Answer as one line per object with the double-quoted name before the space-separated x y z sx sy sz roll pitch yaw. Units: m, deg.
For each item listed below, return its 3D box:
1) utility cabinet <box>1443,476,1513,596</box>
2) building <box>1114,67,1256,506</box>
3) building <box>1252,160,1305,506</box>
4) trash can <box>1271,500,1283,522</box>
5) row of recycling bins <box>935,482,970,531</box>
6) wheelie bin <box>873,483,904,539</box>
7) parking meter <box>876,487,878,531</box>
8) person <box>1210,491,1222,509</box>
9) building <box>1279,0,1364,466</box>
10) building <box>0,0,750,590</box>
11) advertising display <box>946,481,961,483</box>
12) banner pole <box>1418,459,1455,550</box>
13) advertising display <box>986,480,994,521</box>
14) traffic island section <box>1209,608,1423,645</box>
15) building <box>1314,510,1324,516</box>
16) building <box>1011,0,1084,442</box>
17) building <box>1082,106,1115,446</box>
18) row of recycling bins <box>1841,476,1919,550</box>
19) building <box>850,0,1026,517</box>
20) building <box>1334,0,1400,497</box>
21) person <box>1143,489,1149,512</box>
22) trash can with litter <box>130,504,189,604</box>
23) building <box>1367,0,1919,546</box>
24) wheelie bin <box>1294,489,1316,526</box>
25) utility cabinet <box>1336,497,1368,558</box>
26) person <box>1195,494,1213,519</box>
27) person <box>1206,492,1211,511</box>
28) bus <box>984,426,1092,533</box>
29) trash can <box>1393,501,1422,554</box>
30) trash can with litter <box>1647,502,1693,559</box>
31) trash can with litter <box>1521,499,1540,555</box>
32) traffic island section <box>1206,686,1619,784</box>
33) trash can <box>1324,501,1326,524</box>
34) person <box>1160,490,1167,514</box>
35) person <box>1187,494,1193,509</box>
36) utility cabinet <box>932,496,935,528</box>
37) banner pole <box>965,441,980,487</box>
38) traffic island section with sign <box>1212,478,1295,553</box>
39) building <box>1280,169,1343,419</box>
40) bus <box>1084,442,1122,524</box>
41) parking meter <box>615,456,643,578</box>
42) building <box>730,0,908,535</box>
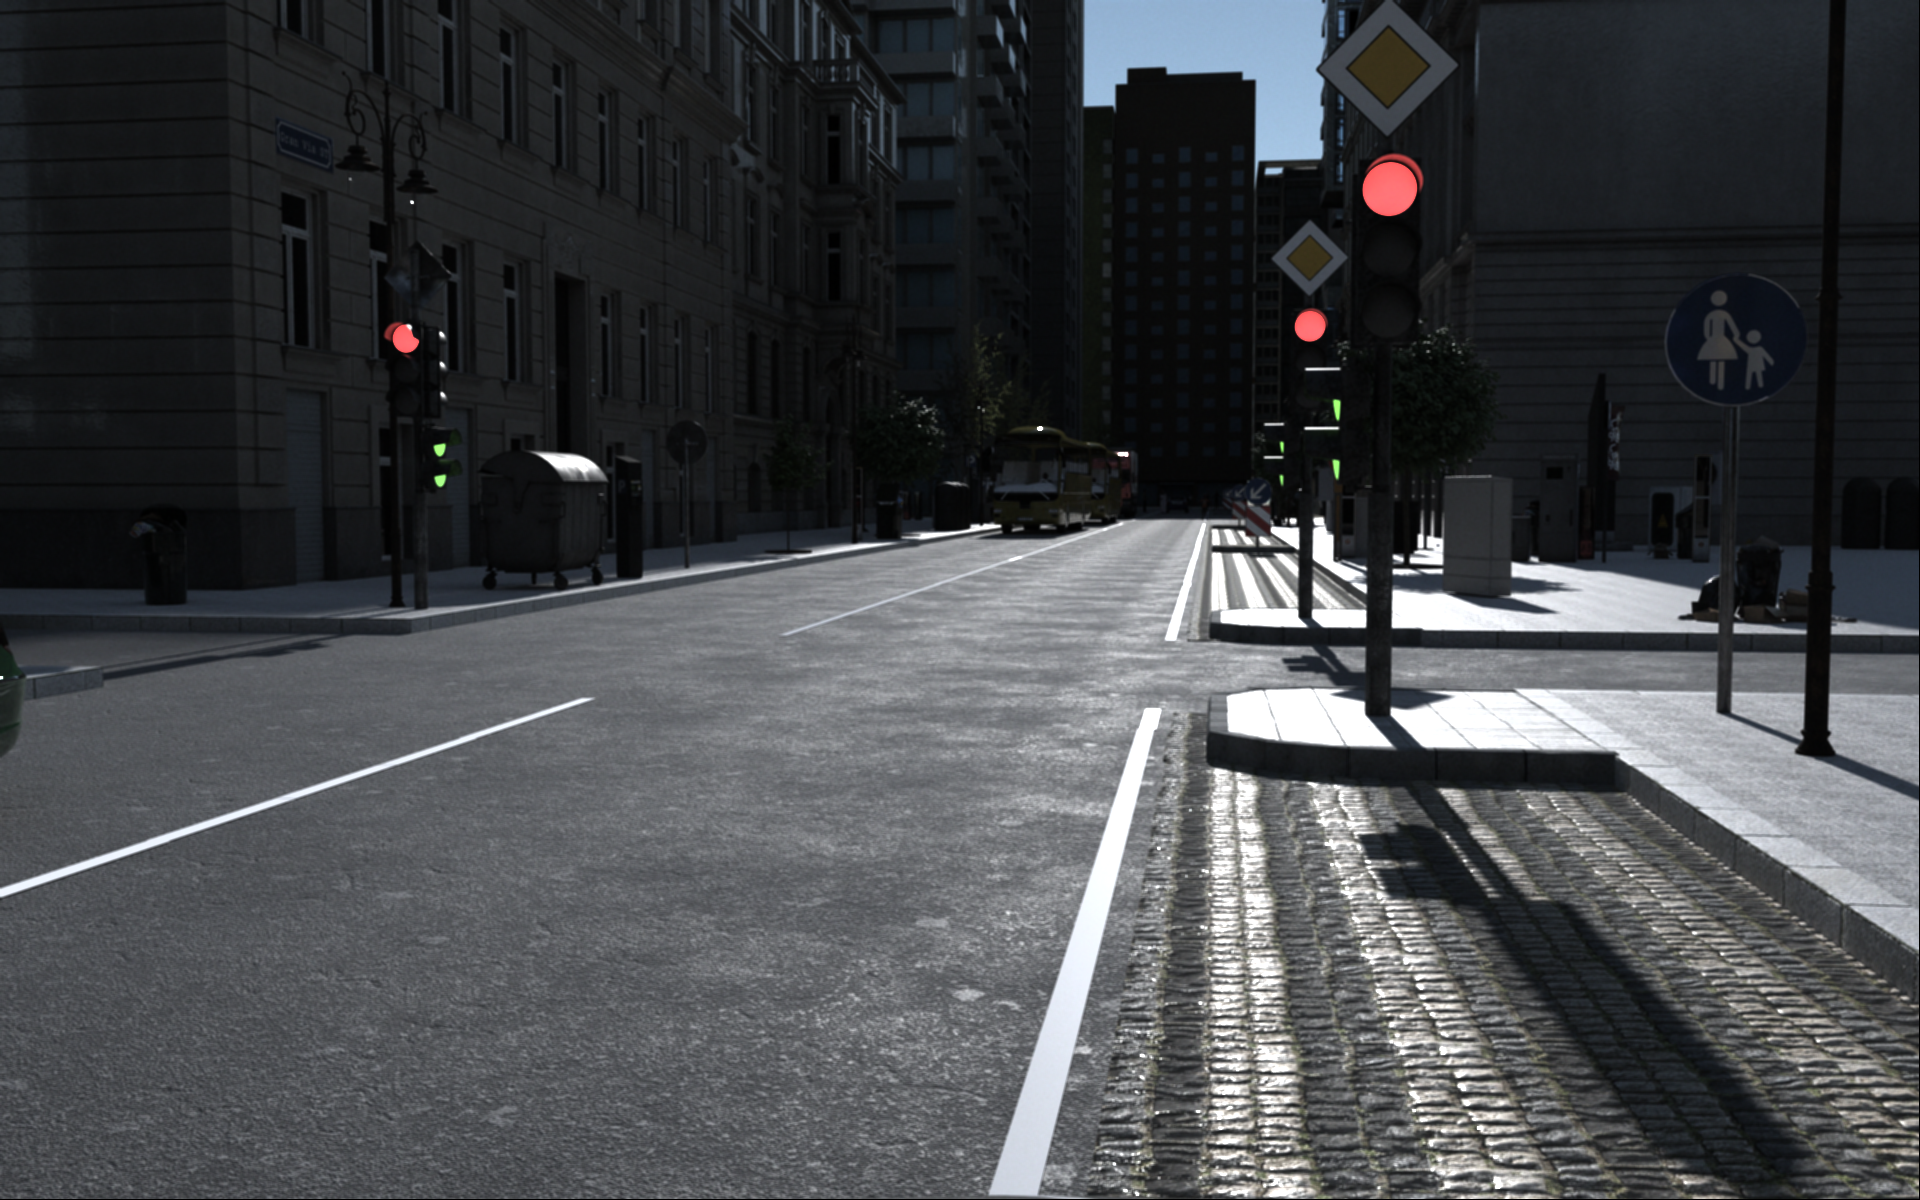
"utility cabinet" 6.550 -0.809 21.914 0.318 1.500 1.173 -1 4 -13
"building" 24.012 -32.716 185.015 14.200 45.320 14.600 1 4 8
"building" 44.067 -30.488 190.359 23.993 40.220 32.217 1 4 8
"trash can" 14.820 -4.236 80.904 0.748 1.137 0.748 0 3 0
"row of recycling bins" -0.218 -3.389 62.521 1.069 1.692 3.534 1 4 9
"wheelie bin" -2.025 -2.541 49.459 0.980 1.594 0.693 1 4 18
"parking meter" -2.620 -3.045 58.199 0.372 1.533 0.369 0 3 0
"person" 23.661 -9.233 159.982 1.217 1.766 0.721 -2 4 -26
"building" 36.543 -50.067 131.262 22.319 86.520 31.000 1 4 8
"building" -13.374 -14.539 34.979 12.463 27.353 25.104 1 4 8
"advertising display" -0.351 -5.029 87.431 0.974 1.923 0.123 3 5 42
"banner pole" 10.951 -3.043 39.769 0.863 3.779 0.401 1 4 15
"advertising display" 1.470 -4.678 81.693 0.974 1.923 0.123 -2 4 -35
"traffic island section" 3.601 0.264 17.963 2.009 0.180 2.903 1 4 8
"building" 38.010 -25.244 104.617 32.217 40.220 23.993 1 4 8
"building" 0.263 -43.932 156.545 20.611 71.187 20.563 1 4 8
"building" 9.964 -30.778 186.812 14.086 41.232 14.154 1 4 8
"row of recycling bins" 22.343 -2.010 39.980 3.534 1.692 1.069 1 4 23
"building" -7.717 -30.005 110.192 23.786 49.044 30.456 1 4 8
"building" 23.928 -17.174 78.064 12.463 27.353 25.104 1 4 8
"person" 14.613 -7.832 136.555 0.705 1.823 1.348 2 4 23
"trash can with litter" -9.393 -0.547 20.338 0.624 1.170 1.055 -2 4 -25
"building" 20.420 -12.971 53.873 13.314 21.916 24.055 1 4 8
"wheelie bin" 13.629 -3.710 68.569 0.693 1.594 0.980 3 4 36
"utility cabinet" 8.086 -1.452 34.895 1.020 1.237 0.306 0 4 7
"person" 13.794 -5.257 97.718 1.065 1.426 0.557 2 4 24
"person" 20.841 -8.288 145.481 0.415 1.643 0.593 0 4 8
"bus" 3.258 -4.590 66.601 2.896 3.916 12.252 1 4 10
"trash can" 9.561 -1.570 37.322 0.748 1.137 0.748 0 3 0
"trash can with litter" 14.186 -1.398 34.239 1.055 1.170 0.624 1 4 14
"trash can with litter" 12.280 -1.533 36.452 0.624 1.170 1.055 3 4 38
"traffic island section" 2.448 0.747 10.061 2.009 0.180 2.903 1 4 8
"trash can" 15.019 -3.569 70.004 0.748 1.137 0.748 0 3 0
"person" 14.710 -7.107 125.375 0.551 1.740 0.621 0 4 -7
"person" 20.865 -8.879 156.867 0.799 1.438 0.628 2 4 28
"utility cabinet" -0.532 -3.359 66.075 1.020 1.237 0.306 1 4 22
"banner pole" 0.508 -5.448 79.086 0.863 3.779 0.401 0 4 6
"traffic island section with sign" 7.233 -2.089 42.778 1.989 1.847 2.006 1 4 8
"building" 35.905 -23.493 155.815 14.160 30.474 14.107 1 4 8
"bus" 6.397 -5.761 85.744 2.896 3.916 12.252 1 4 8
"parking meter" -5.068 -1.274 26.547 0.399 1.863 0.255 3 5 43
"building" -10.433 -15.029 64.805 14.460 24.649 34.723 1 4 8
